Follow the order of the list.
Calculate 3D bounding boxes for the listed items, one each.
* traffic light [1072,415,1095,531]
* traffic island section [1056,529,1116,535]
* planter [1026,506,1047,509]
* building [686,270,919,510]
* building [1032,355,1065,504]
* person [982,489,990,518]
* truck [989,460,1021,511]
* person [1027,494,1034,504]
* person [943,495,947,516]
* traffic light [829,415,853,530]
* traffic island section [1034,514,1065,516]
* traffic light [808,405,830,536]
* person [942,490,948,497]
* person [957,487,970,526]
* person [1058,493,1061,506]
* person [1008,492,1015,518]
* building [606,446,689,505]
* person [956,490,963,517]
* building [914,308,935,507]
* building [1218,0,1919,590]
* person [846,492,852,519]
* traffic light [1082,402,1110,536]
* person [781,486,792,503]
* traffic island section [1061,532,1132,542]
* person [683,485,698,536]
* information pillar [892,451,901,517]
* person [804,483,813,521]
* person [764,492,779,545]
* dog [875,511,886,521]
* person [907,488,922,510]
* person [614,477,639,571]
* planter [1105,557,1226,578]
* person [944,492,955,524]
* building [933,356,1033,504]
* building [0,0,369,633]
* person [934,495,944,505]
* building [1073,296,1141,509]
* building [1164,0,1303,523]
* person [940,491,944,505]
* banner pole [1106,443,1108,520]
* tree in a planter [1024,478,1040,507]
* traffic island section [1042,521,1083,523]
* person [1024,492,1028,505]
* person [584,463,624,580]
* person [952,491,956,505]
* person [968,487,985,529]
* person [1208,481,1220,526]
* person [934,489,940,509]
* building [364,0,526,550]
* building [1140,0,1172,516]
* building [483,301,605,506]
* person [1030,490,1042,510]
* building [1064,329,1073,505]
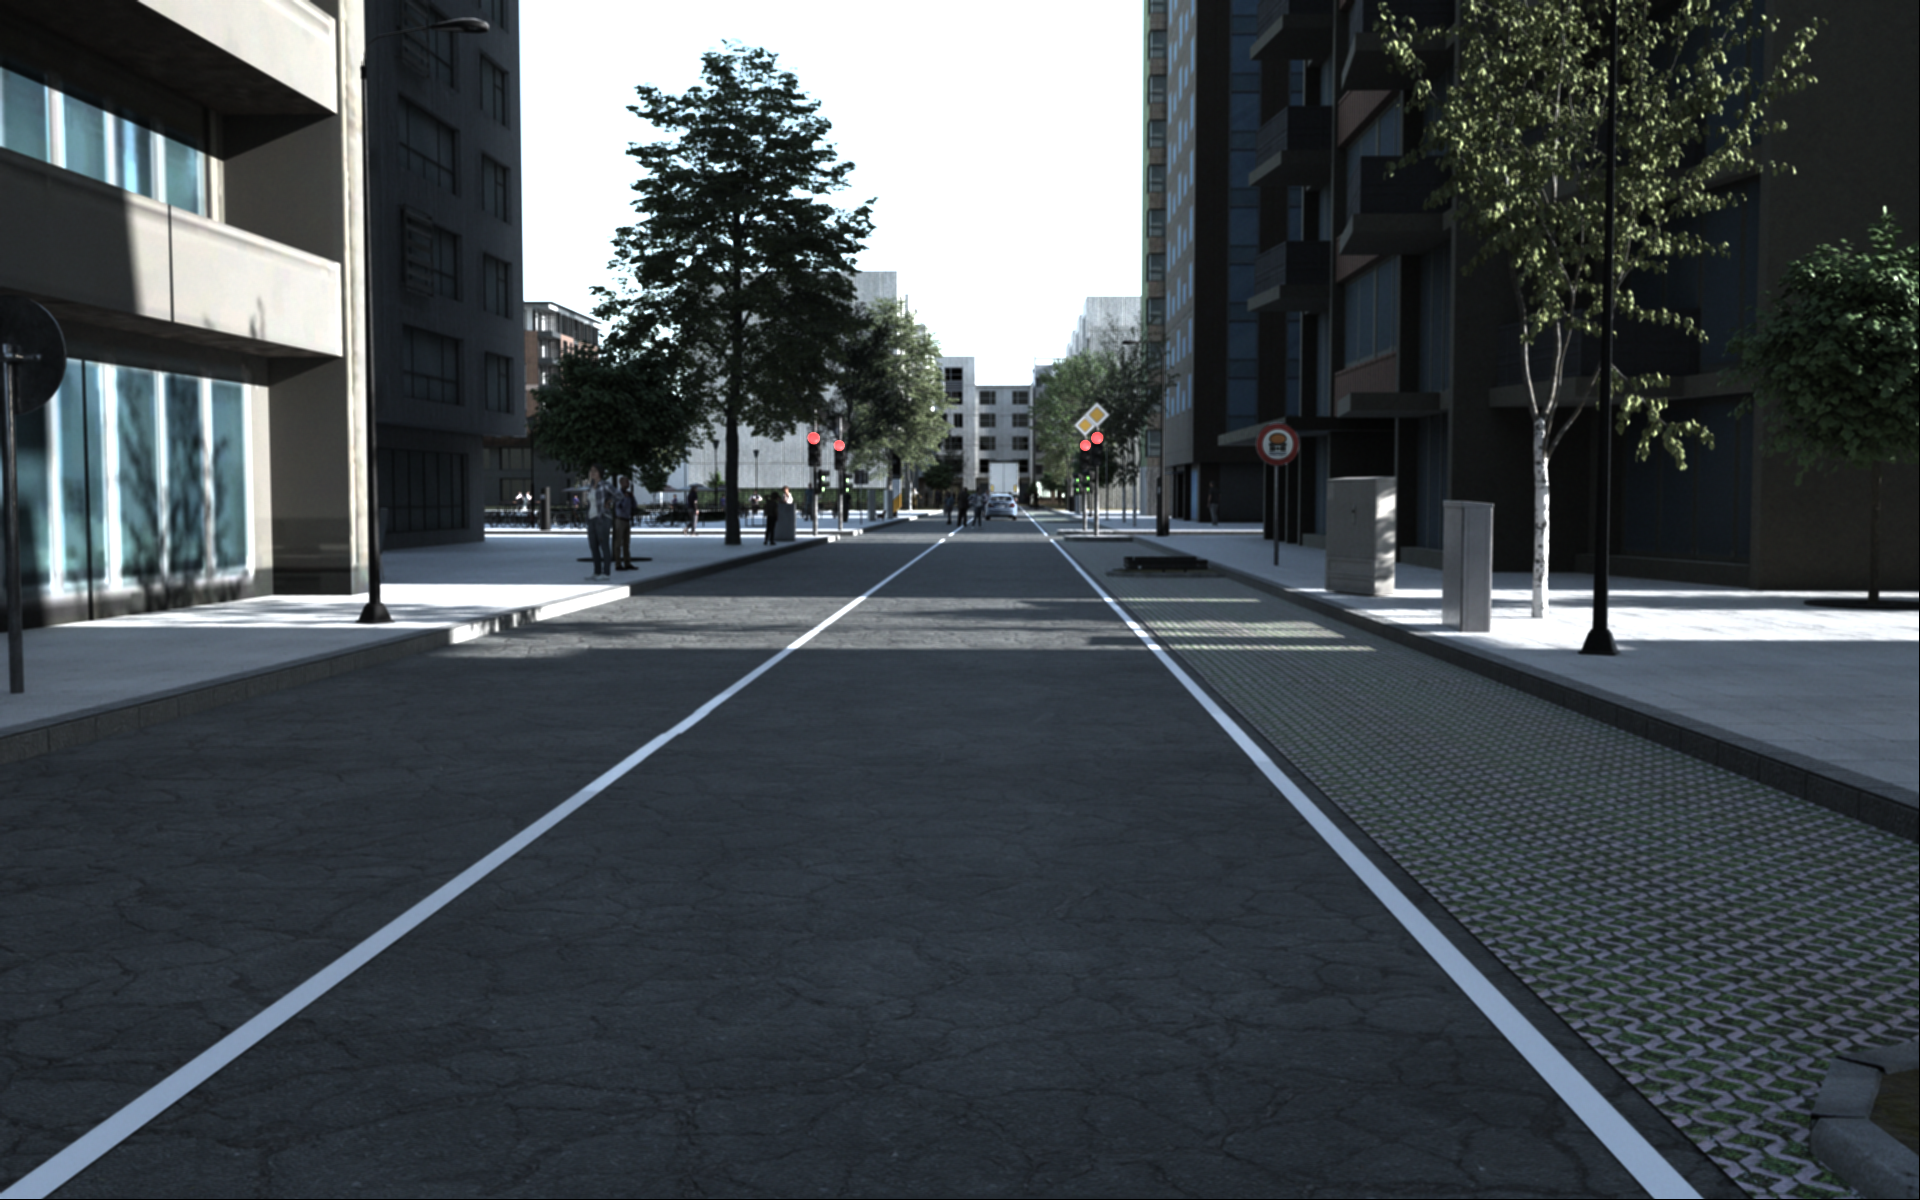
[{"bbox_3d":[4.371,-4.399,60.848,0.839,4.253,0.868,0,4,2],"label":"traffic light"},{"bbox_3d":[4.411,-2.366,60.960,2.009,0.180,2.903,0,4,2],"label":"traffic island section"},{"bbox_3d":[7.214,-8.673,162.940,1.991,0.319,1.994,0,4,2],"label":"planter"},{"bbox_3d":[-12.846,-17.531,153.086,16.747,18.905,31.486,0,4,2],"label":"building"},{"bbox_3d":[15.254,-22.859,230.162,11.380,20.091,16.016,0,4,2],"label":"building"},{"bbox_3d":[1.625,-5.832,104.783,0.756,1.711,0.436,-1,4,-18],"label":"person"},{"bbox_3d":[3.792,-9.736,148.095,2.839,4.237,11.283,0,4,2],"label":"truck"},{"bbox_3d":[8.230,-12.141,207.026,1.348,1.821,0.705,-1,4,-18],"label":"person"},{"bbox_3d":[-0.907,-6.077,111.765,0.340,1.345,0.435,-1,4,-20],"label":"person"},{"bbox_3d":[-4.208,-4.413,61.067,0.839,4.253,0.868,0,4,2],"label":"traffic light"},{"bbox_3d":[5.865,-5.549,113.585,1.991,0.108,1.994,0,4,2],"label":"traffic island section"},{"bbox_3d":[-4.428,-3.924,53.085,0.839,4.253,0.868,0,4,2],"label":"traffic light"},{"bbox_3d":[-1.533,-11.122,188.605,0.721,1.735,1.217,-3,5,-40],"label":"person"},{"bbox_3d":[0.140,-4.138,76.846,0.565,1.739,0.600,-1,4,-22],"label":"person"},{"bbox_3d":[10.497,-10.629,183.081,0.557,1.426,1.065,1,4,15],"label":"person"},{"bbox_3d":[3.016,-5.687,103.699,0.429,1.552,0.499,-2,4,-25],"label":"person"},{"bbox_3d":[-36.576,-17.467,227.739,28.070,9.664,9.099,0,4,2],"label":"building"},{"bbox_3d":[0.137,-5.916,106.171,0.756,1.711,0.436,0,4,-4],"label":"person"},{"bbox_3d":[-10.960,-19.448,174.398,16.016,20.091,11.380,0,4,2],"label":"building"},{"bbox_3d":[17.895,-23.272,35.125,22.147,44.769,28.867,0,4,2],"label":"building"},{"bbox_3d":[-5.381,-4.436,80.777,0.569,1.553,0.471,1,4,20],"label":"person"},{"bbox_3d":[4.151,-3.911,52.866,0.839,4.253,0.868,0,4,2],"label":"traffic light"},{"bbox_3d":[-5.230,-2.694,52.551,0.387,1.526,0.523,2,4,31],"label":"person"},{"bbox_3d":[4.191,-1.878,52.978,2.009,0.180,2.903,0,4,2],"label":"traffic island section"},{"bbox_3d":[-8.291,-2.760,53.385,0.471,1.553,0.569,0,4,-6],"label":"person"},{"bbox_3d":[-3.493,-6.336,94.953,0.504,3.616,0.183,1,4,8],"label":"information pillar"},{"bbox_3d":[-7.268,-4.736,83.612,0.598,1.807,0.434,1,4,20],"label":"person"},{"bbox_3d":[-4.796,-2.074,43.868,0.435,1.345,0.340,0,4,8],"label":"person"},{"bbox_3d":[-3.724,-3.941,81.265,0.540,0.507,0.406,0,4,-4],"label":"dog"},{"bbox_3d":[-3.699,-8.158,140.155,1.217,1.736,0.721,1,4,12],"label":"person"},{"bbox_3d":[-5.634,-1.289,29.185,0.319,1.574,0.516,2,4,25],"label":"person"},{"bbox_3d":[3.566,-0.573,30.507,1.991,0.319,1.994,0,4,2],"label":"planter"},{"bbox_3d":[-0.501,-4.355,81.917,0.429,1.552,0.499,-1,4,-16],"label":"person"},{"bbox_3d":[-6.192,-22.236,230.022,31.486,18.905,16.747,0,4,2],"label":"building"},{"bbox_3d":[-18.610,-23.694,11.103,21.300,48.544,21.600,0,4,2],"label":"building"},{"bbox_3d":[-2.435,-11.872,200.975,1.217,1.723,0.721,-1,4,-13],"label":"person"},{"bbox_3d":[19.845,-18.130,162.876,16.747,18.905,31.486,0,4,2],"label":"building"},{"bbox_3d":[17.500,-26.478,83.029,14.600,45.320,14.200,0,4,2],"label":"building"},{"bbox_3d":[-2.203,-11.563,195.824,1.217,1.735,0.721,3,5,40],"label":"person"},{"bbox_3d":[7.215,-5.818,85.144,0.401,3.779,0.863,0,4,-1],"label":"banner pole"},{"bbox_3d":[7.964,-11.778,189.784,1.991,3.239,1.994,0,4,2],"label":"tree in a planter"},{"bbox_3d":[5.110,-3.889,86.450,1.991,0.108,1.994,0,4,2],"label":"traffic island section"},{"bbox_3d":[7.344,-11.164,192.497,0.593,1.643,0.415,-2,4,-31],"label":"person"},{"bbox_3d":[-5.362,-1.167,25.844,0.376,1.734,0.841,-3,4,-39],"label":"person"},{"bbox_3d":[-0.711,-12.152,206.204,0.415,1.643,0.593,1,4,15],"label":"person"},{"bbox_3d":[0.739,-3.812,71.552,0.841,1.734,0.376,-2,4,-27],"label":"person"},{"bbox_3d":[10.101,-3.846,69.053,0.598,1.807,0.434,-2,4,-27],"label":"person"},{"bbox_3d":[-1.980,-8.891,151.854,0.683,1.767,0.568,2,4,28],"label":"person"},{"bbox_3d":[-18.987,-21.972,42.840,14.086,41.232,14.154,0,4,2],"label":"building"},{"bbox_3d":[18.011,-25.820,105.750,14.154,41.232,14.086,0,4,2],"label":"building"},{"bbox_3d":[-59.004,-21.649,197.934,32.646,21.610,27.936,0,4,2],"label":"building"},{"bbox_3d":[6.784,-8.895,154.454,1.217,1.766,0.721,-2,4,-32],"label":"person"},{"bbox_3d":[20.643,-20.051,194.293,16.747,18.905,31.486,0,4,2],"label":"building"}]
